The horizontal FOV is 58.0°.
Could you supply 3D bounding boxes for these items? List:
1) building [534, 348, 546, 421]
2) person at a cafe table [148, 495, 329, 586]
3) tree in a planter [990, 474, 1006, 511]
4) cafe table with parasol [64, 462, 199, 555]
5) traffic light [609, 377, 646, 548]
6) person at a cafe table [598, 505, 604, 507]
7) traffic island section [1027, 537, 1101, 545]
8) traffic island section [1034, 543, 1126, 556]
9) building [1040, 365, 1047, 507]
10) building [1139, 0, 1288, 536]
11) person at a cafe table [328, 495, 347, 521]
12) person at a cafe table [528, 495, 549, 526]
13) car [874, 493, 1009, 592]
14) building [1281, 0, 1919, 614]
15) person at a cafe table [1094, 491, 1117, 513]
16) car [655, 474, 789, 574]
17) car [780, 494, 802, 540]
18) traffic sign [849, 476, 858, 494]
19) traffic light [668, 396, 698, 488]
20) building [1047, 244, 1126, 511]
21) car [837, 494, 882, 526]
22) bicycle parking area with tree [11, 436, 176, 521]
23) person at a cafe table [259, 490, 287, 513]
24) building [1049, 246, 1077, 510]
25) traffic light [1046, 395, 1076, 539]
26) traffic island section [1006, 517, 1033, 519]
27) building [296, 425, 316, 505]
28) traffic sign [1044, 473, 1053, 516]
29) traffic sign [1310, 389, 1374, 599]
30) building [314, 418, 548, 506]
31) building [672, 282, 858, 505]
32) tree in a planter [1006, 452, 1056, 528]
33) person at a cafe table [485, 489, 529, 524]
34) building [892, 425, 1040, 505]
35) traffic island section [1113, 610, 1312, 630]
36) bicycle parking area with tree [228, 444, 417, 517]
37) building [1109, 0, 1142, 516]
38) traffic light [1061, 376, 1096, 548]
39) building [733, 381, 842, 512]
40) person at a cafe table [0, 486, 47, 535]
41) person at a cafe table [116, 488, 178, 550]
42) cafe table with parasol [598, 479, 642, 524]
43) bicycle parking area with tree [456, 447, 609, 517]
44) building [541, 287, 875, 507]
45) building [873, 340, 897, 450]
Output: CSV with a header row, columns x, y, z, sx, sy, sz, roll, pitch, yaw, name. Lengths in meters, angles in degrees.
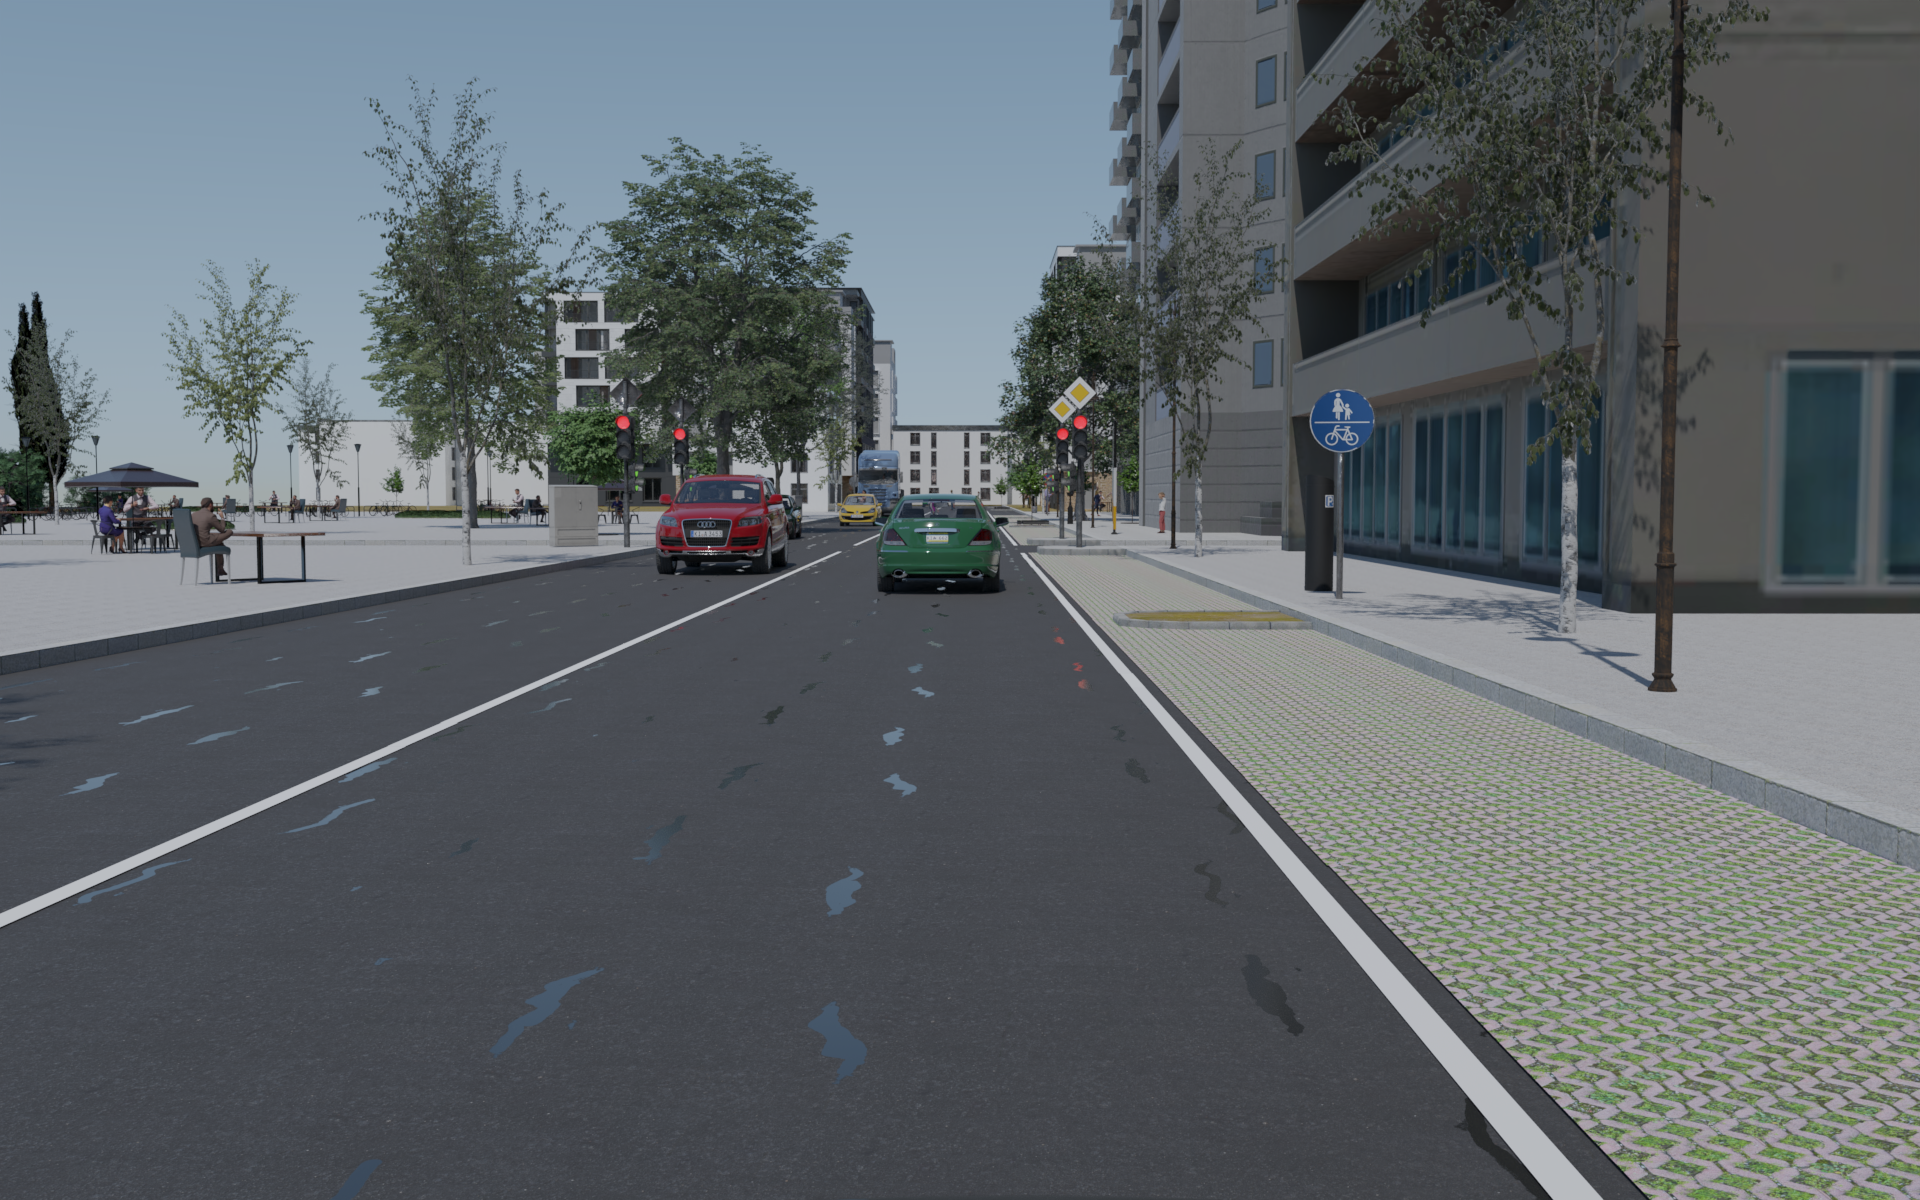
x,y,z,sx,sy,sz,roll,pitch,yaw,name
-35.784,-21.527,218.421,31.486,18.905,16.747,0,4,0,building
-10.411,-0.861,24.937,1.698,1.238,1.726,2,4,34,person at a cafe table
3.647,-9.421,151.259,1.991,3.239,1.994,0,4,0,tree in a planter
-17.879,-1.992,37.435,2.610,1.966,2.610,0,4,-5,cafe table with parasol
-7.983,-3.216,41.496,0.839,4.253,0.868,0,4,0,traffic light
-18.311,-4.671,84.891,1.698,1.524,1.622,1,4,10,person at a cafe table
2.934,-1.667,49.536,2.009,0.180,2.903,0,4,0,traffic island section
2.878,-1.179,41.551,2.009,0.180,2.903,0,4,0,traffic island section
15.910,-19.849,180.952,16.016,20.091,11.380,0,4,0,building
21.304,-31.678,59.931,28.212,58.520,21.231,0,4,0,building
-30.151,-4.401,82.824,1.726,1.238,1.698,1,4,20,person at a cafe table
-16.920,-3.670,70.861,1.726,1.238,1.698,2,4,35,person at a cafe table
-0.297,-0.920,26.848,2.131,1.459,4.920,0,4,1,car
17.910,-24.696,27.487,21.300,48.544,21.600,0,4,0,building
10.075,-6.870,120.842,1.622,1.524,1.698,2,4,33,person at a cafe table
-4.425,-1.473,32.756,2.281,1.827,5.304,0,4,0,car
-6.055,-2.806,55.664,2.009,1.686,4.222,0,4,-1,car
-7.554,-7.571,123.892,0.768,2.556,0.104,0,4,7,traffic sign
-7.927,-3.704,49.481,0.839,4.253,0.868,0,4,0,traffic light
15.373,-17.158,136.951,16.016,20.091,11.380,0,4,0,building
-4.482,-4.158,78.199,2.015,1.641,3.980,0,4,1,car
-44.732,-6.088,86.546,8.231,4.147,9.016,3,5,39,bicycle parking area with tree
-45.851,-6.554,115.677,1.698,1.524,1.622,-1,4,-17,person at a cafe table
22.034,-19.257,158.831,27.936,21.610,32.646,0,4,0,building
2.894,-3.700,49.422,0.839,4.253,0.868,0,4,0,traffic light
3.293,-4.817,101.616,1.991,0.108,1.994,0,4,0,traffic island section
-66.499,-16.686,214.966,28.070,9.664,9.099,0,4,0,building
5.214,-6.299,103.091,0.768,2.556,0.104,1,4,8,traffic sign
4.637,-1.284,21.091,0.768,2.556,0.104,1,4,9,traffic sign
-56.613,-15.471,195.092,28.070,9.664,9.099,0,4,0,building
-17.446,-18.483,158.619,16.016,20.091,11.380,0,4,0,building
3.110,-4.731,74.578,1.991,3.239,1.994,0,4,0,tree in a planter
-19.609,-4.103,75.596,1.622,1.524,1.698,-3,4,-38,person at a cafe table
5.814,-16.684,214.925,28.070,9.664,9.099,0,4,0,building
2.711,0.227,19.157,1.991,0.108,1.994,0,4,0,traffic island section
-36.729,-6.892,99.690,8.231,4.147,9.016,3,4,39,bicycle parking area with tree
20.574,-29.541,102.602,23.786,49.044,30.456,0,4,0,building
2.838,-3.212,41.438,0.839,4.253,0.868,0,4,0,traffic light
-13.897,-12.054,139.225,9.099,9.664,28.070,0,4,0,building
-30.112,-2.825,54.710,1.622,1.524,1.698,3,4,37,person at a cafe table
-18.941,-1.938,40.204,1.698,1.524,1.622,-3,5,-39,person at a cafe table
-14.671,-4.249,74.335,2.610,1.966,2.610,-3,5,-40,cafe table with parasol
-25.146,-7.006,101.544,8.231,4.147,9.016,-1,4,-21,bicycle parking area with tree
-25.923,-20.884,185.423,32.646,21.610,27.936,0,4,0,building
-13.881,-22.171,218.913,11.380,20.091,16.016,0,4,0,building
